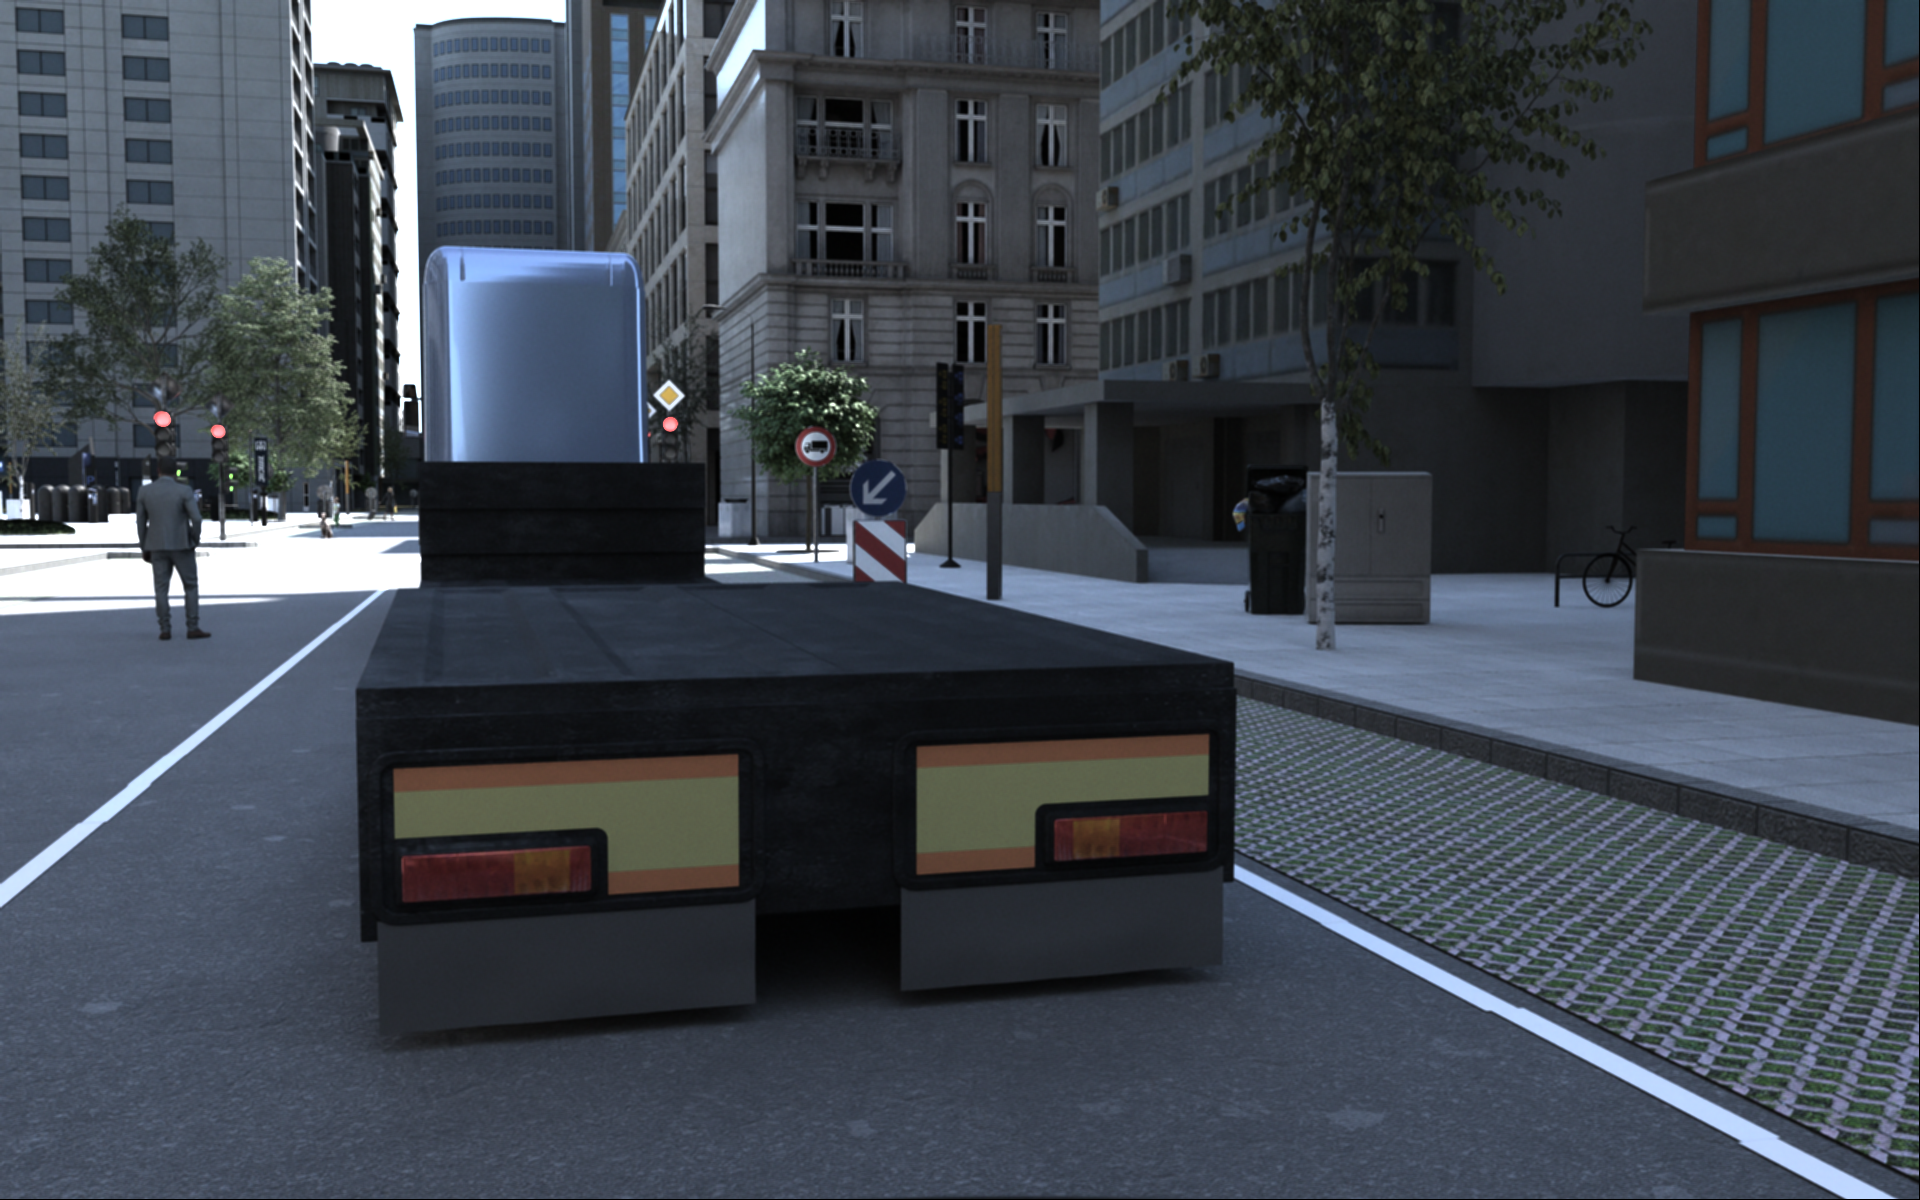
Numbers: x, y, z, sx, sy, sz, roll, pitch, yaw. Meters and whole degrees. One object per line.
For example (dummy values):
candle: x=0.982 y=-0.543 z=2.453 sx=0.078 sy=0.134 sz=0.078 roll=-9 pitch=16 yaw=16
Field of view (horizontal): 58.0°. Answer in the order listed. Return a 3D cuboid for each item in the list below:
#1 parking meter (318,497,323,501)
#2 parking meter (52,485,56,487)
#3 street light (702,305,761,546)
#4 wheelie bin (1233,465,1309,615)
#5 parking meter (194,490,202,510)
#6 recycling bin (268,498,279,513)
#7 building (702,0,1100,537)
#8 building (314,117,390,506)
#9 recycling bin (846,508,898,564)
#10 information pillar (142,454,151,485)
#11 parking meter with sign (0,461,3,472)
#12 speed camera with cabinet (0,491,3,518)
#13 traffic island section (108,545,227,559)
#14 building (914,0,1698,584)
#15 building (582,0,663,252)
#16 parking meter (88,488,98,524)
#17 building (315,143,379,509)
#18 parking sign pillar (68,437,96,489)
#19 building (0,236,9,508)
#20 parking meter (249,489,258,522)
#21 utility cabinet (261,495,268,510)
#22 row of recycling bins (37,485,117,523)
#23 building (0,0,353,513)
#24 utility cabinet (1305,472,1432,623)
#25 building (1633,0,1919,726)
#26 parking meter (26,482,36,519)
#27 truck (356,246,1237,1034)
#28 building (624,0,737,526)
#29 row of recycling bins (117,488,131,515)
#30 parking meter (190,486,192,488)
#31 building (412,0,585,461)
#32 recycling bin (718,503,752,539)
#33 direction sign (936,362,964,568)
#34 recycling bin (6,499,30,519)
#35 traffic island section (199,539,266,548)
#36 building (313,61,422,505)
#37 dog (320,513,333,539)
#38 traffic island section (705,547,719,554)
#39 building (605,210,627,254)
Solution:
parking meter: x=-42.695 y=-6.555 z=115.591 sx=0.372 sy=1.533 sz=0.369 roll=0 pitch=3 yaw=0
parking meter: x=-57.516 y=-6.378 z=109.997 sx=0.255 sy=1.863 sz=0.399 roll=-2 pitch=4 yaw=-31
street light: x=-5.651 y=-4.297 z=42.804 sx=1.470 sy=5.913 sz=1.316 roll=-1 pitch=4 yaw=-15
wheelie bin: x=3.431 y=-0.654 z=18.595 sx=0.980 sy=1.594 sz=0.693 roll=0 pitch=4 yaw=6
parking meter: x=-44.392 y=-5.657 z=100.907 sx=0.372 sy=1.533 sz=0.369 roll=0 pitch=3 yaw=0
recycling bin: x=-42.030 y=-5.736 z=106.340 sx=0.722 sy=1.027 sz=0.722 roll=-3 pitch=5 yaw=-41
building: x=3.888 y=-13.349 z=60.063 sx=24.055 sy=21.916 sz=13.314 roll=-1 pitch=4 yaw=-15
building: x=-70.062 y=-29.399 z=172.562 sx=23.993 sy=40.220 sz=32.217 roll=-1 pitch=4 yaw=-15
recycling bin: x=-1.615 y=-1.175 z=31.772 sx=0.722 sy=1.027 sz=0.722 roll=-2 pitch=4 yaw=-33
information pillar: x=-47.330 y=-6.698 z=100.868 sx=0.504 sy=3.616 sz=0.183 roll=0 pitch=3 yaw=0
parking meter with sign: x=-51.594 y=-5.884 z=92.457 sx=0.543 sy=3.016 sz=1.738 roll=-3 pitch=5 yaw=-44
speed camera with cabinet: x=-48.484 y=-5.639 z=86.526 sx=0.660 sy=3.252 sz=2.038 roll=-3 pitch=5 yaw=-44
traffic island section: x=-18.167 y=-1.067 z=39.724 sx=2.009 sy=0.180 sz=2.903 roll=-1 pitch=4 yaw=-15
building: x=16.337 y=-20.955 z=34.492 sx=32.217 sy=40.220 sz=23.993 roll=-1 pitch=4 yaw=-15
building: x=-23.657 y=-30.169 z=143.374 sx=14.600 sy=45.320 sz=14.200 roll=-1 pitch=4 yaw=-15
parking meter: x=-37.622 y=-4.082 z=75.153 sx=0.372 sy=1.533 sz=0.369 roll=0 pitch=3 yaw=0
building: x=-56.623 y=-22.796 z=144.417 sx=14.160 sy=30.474 sz=14.107 roll=-1 pitch=4 yaw=-15
parking sign pillar: x=-40.762 y=-5.666 z=81.112 sx=1.447 sy=3.967 sz=1.447 roll=-2 pitch=4 yaw=-30
building: x=-96.820 y=-31.536 z=170.233 sx=28.867 sy=44.769 sz=22.147 roll=-1 pitch=4 yaw=-15
parking meter: x=-32.649 y=-4.381 z=80.038 sx=0.372 sy=1.533 sz=0.369 roll=0 pitch=3 yaw=0
utility cabinet: x=-41.512 y=-5.637 z=103.322 sx=0.306 sy=1.237 sz=1.020 roll=-1 pitch=4 yaw=-16
row of recycling bins: x=-39.926 y=-4.330 z=77.910 sx=3.534 sy=1.692 sz=1.069 roll=1 pitch=4 yaw=14
building: x=-55.723 y=-42.007 z=125.061 sx=20.563 sy=71.187 sz=20.611 roll=-1 pitch=4 yaw=-15
utility cabinet: x=4.030 y=-0.515 z=17.106 sx=1.173 sy=1.500 sz=0.318 roll=0 pitch=4 yaw=3
building: x=21.723 y=-9.534 z=0.920 sx=27.650 sy=21.520 sz=28.899 roll=-1 pitch=4 yaw=-15
parking meter: x=-45.755 y=-4.867 z=85.290 sx=0.255 sy=1.863 sz=0.399 roll=0 pitch=4 yaw=-2
truck: x=-3.009 y=-1.457 z=13.574 sx=2.967 sy=4.110 sz=18.799 roll=-1 pitch=4 yaw=-16
building: x=-5.982 y=-17.348 z=88.158 sx=19.350 sy=26.468 sz=34.151 roll=-1 pitch=4 yaw=-15
row of recycling bins: x=-52.972 y=-6.138 z=107.469 sx=1.069 sy=1.692 sz=3.534 roll=1 pitch=4 yaw=19
parking meter: x=-50.138 y=-6.540 z=112.642 sx=0.399 sy=1.863 sz=0.255 roll=-2 pitch=4 yaw=-27
building: x=-51.994 y=-41.071 z=213.515 sx=28.212 sy=58.520 sz=21.231 roll=-1 pitch=4 yaw=-15
recycling bin: x=-6.542 y=-2.313 z=50.366 sx=0.722 sy=1.027 sz=0.722 roll=-3 pitch=5 yaw=-40
direction sign: x=-0.171 y=-2.338 z=30.228 sx=0.379 sy=3.537 sz=0.876 roll=2 pitch=4 yaw=31
recycling bin: x=-44.214 y=-4.205 z=81.310 sx=0.722 sy=1.027 sz=0.722 roll=1 pitch=4 yaw=9
traffic island section: x=-20.213 y=-1.539 z=47.443 sx=2.009 sy=0.180 sz=2.903 roll=-1 pitch=4 yaw=-15
building: x=-80.037 y=-38.016 z=210.792 sx=27.495 sy=52.752 sz=28.713 roll=-1 pitch=4 yaw=-15
dog: x=-20.392 y=-2.397 z=56.026 sx=0.513 sy=0.831 sz=0.800 roll=3 pitch=5 yaw=42
traffic island section: x=-7.105 y=-1.245 z=42.640 sx=2.009 sy=0.180 sz=2.903 roll=-1 pitch=4 yaw=-15
building: x=-17.078 y=-17.035 z=114.675 sx=11.583 sy=22.565 sz=21.152 roll=-1 pitch=4 yaw=-15
